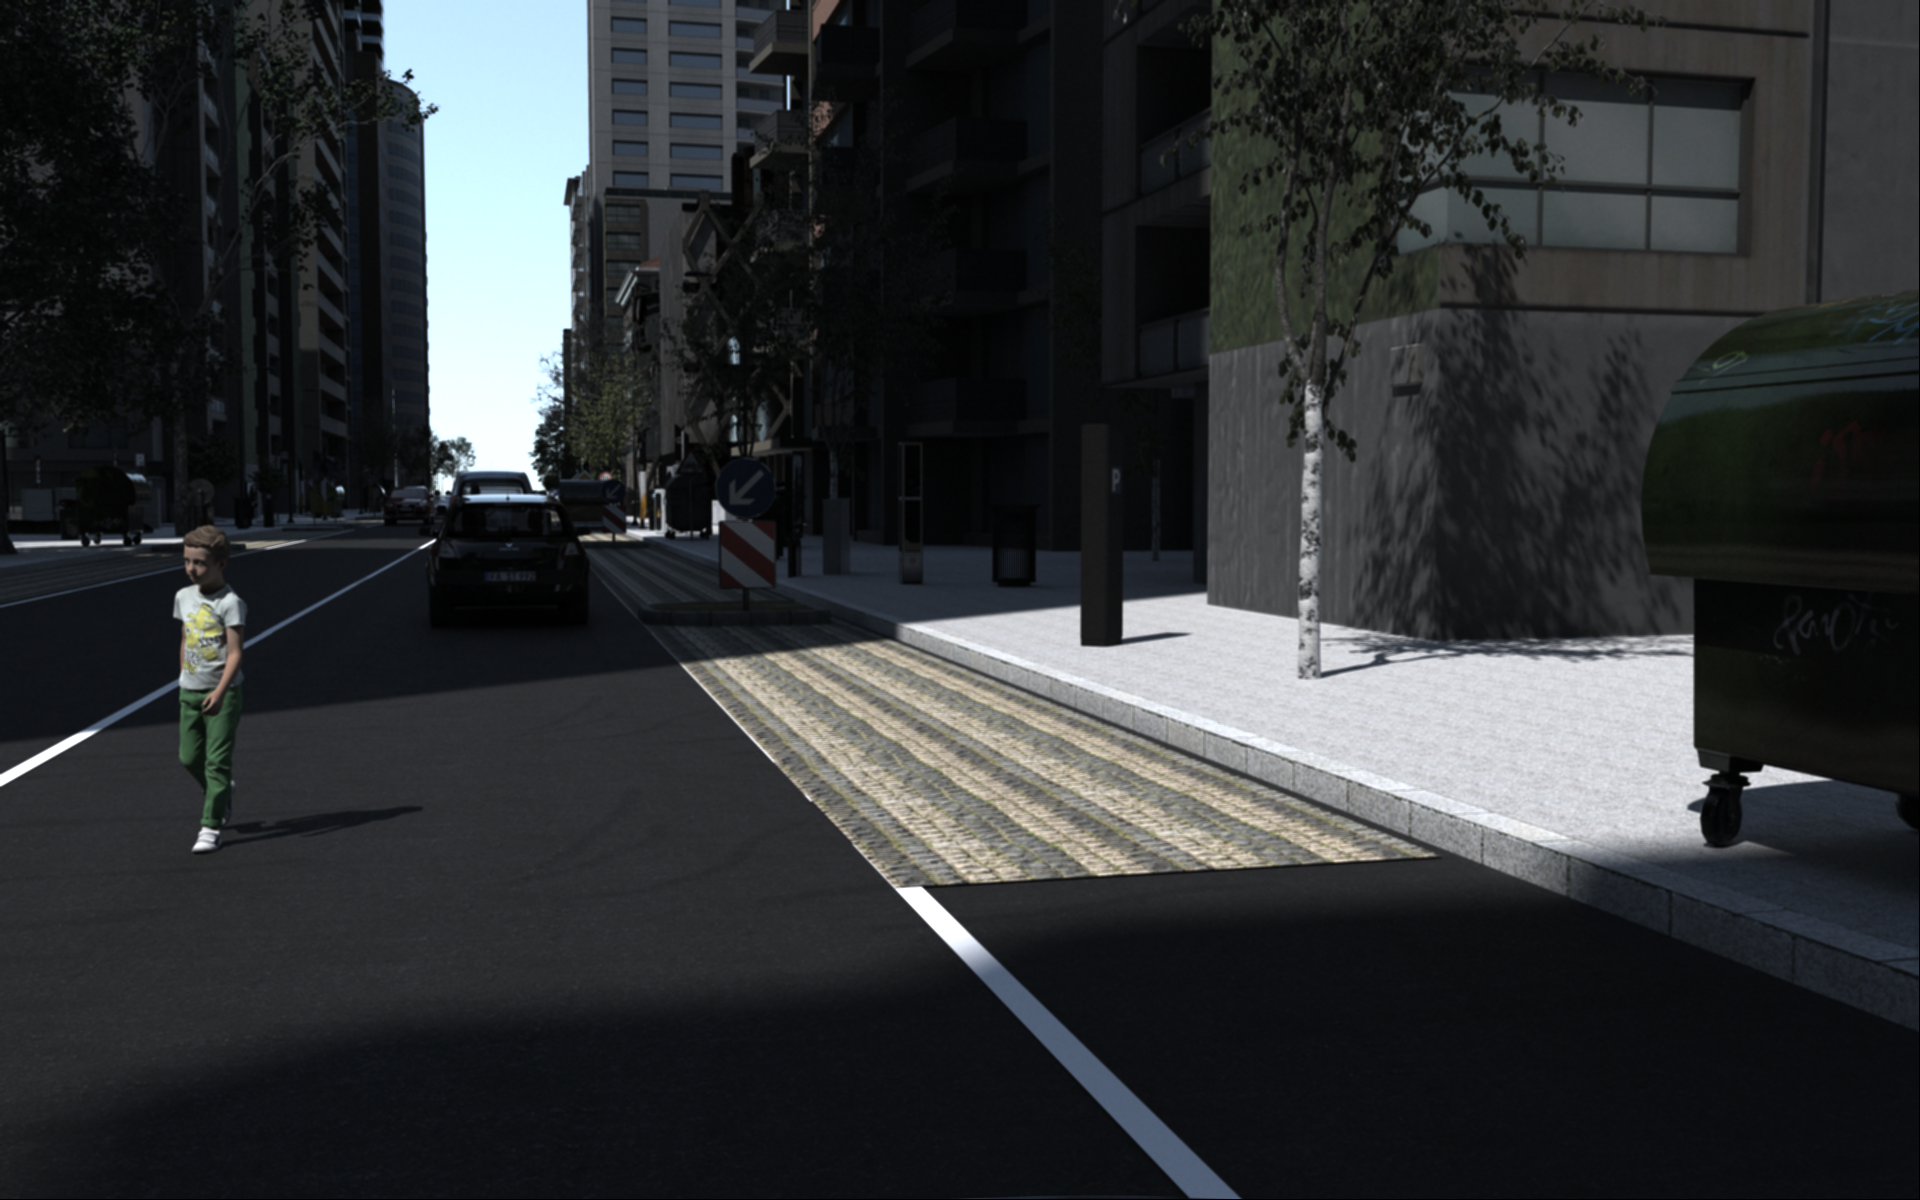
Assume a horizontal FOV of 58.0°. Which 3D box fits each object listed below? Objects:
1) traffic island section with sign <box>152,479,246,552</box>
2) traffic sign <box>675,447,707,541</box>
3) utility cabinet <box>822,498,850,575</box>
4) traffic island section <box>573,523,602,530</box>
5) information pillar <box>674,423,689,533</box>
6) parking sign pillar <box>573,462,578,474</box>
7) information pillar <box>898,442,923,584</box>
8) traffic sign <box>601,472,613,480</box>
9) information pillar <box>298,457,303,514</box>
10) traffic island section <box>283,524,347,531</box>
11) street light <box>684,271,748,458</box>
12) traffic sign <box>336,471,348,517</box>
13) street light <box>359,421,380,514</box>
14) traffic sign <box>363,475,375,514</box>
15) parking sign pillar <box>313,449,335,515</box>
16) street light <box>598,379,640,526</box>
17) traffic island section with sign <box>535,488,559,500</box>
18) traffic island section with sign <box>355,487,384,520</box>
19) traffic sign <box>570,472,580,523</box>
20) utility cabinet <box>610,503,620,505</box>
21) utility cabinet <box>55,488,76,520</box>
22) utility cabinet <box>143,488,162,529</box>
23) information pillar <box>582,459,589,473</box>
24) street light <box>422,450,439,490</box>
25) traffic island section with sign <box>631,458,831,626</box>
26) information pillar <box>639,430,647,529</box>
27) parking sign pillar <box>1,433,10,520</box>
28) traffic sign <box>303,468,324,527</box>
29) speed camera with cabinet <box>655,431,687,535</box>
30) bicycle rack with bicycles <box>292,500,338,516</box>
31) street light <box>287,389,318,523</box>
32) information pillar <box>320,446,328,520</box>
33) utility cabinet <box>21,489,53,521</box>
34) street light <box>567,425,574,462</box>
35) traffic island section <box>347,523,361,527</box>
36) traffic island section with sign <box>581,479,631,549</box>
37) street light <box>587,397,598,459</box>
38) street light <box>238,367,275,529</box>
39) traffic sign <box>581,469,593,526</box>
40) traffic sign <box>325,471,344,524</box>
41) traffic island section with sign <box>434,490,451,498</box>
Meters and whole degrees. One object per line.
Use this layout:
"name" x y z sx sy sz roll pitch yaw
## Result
"traffic island section with sign" -19.148 -2.142 43.648 1.989 1.847 2.006 -1 4 -14
"traffic sign" -7.375 -2.907 47.531 0.884 2.594 0.081 0 4 -6
"utility cabinet" -2.002 -1.030 28.009 0.306 1.237 1.020 0 4 5
"traffic island section" -17.122 -3.403 77.923 2.009 0.180 2.903 -1 4 -14
"information pillar" -9.207 -4.033 57.289 0.504 3.616 0.183 -1 4 -18
"parking sign pillar" -32.787 -9.736 147.657 1.447 3.967 1.447 -1 4 -13
"information pillar" -0.704 -1.237 24.722 0.304 2.012 0.304 -1 4 -12
"traffic sign" -20.027 -5.990 98.040 0.768 2.556 0.104 0 4 -7
"information pillar" -41.530 -7.203 109.119 0.183 3.616 0.504 -3 5 -39
"traffic island section" -25.224 -2.774 67.634 2.009 0.180 2.903 -1 4 -14
"street light" -5.049 -3.900 36.312 1.470 5.913 1.316 -1 4 -14
"traffic sign" -34.071 -5.825 95.352 0.768 2.556 0.104 -1 4 -12
"street light" -37.631 -8.427 110.326 1.470 5.913 1.316 -1 4 -14
"traffic sign" -38.657 -6.926 113.351 0.768 2.556 0.104 -1 4 -12
"parking sign pillar" -37.867 -7.024 103.307 1.447 3.967 1.447 -1 4 -15
"street light" -13.734 -5.968 70.119 1.470 5.913 1.316 -1 4 -14
"traffic island section with sign" -29.750 -7.189 126.162 1.989 1.847 2.006 -1 4 -14
"traffic island section with sign" -32.597 -5.376 96.531 1.989 1.847 2.006 -1 4 -14
"traffic sign" -17.143 -4.538 77.841 0.795 2.450 0.064 -1 4 -14
"utility cabinet" -19.241 -5.142 95.237 1.020 1.237 0.306 -3 4 -36
"utility cabinet" -32.468 -3.333 63.172 0.318 1.500 1.173 1 4 8
"utility cabinet" -29.857 -3.340 63.289 1.173 1.500 0.318 0 4 -6
"information pillar" -25.063 -7.631 116.113 0.504 3.616 0.183 1 4 20
"street light" -56.137 -12.861 182.812 1.470 5.913 1.316 -1 4 -14
"traffic island section with sign" -2.620 -0.672 19.615 1.989 1.847 2.006 -1 4 -14
"information pillar" -11.615 -4.407 63.413 0.183 3.616 0.504 -2 4 -29
"parking sign pillar" -42.942 -5.400 76.759 1.447 3.967 1.447 -1 4 -16
"traffic sign" -25.203 -3.910 67.578 0.795 2.450 0.064 -1 4 -14
"speed camera with cabinet" -9.150 -3.708 54.960 0.660 3.252 2.038 -2 4 -26
"bicycle rack with bicycles" -37.429 -5.343 100.734 2.925 0.926 2.852 -2 4 -26
"street light" -28.942 -6.341 76.211 1.470 5.913 1.316 -1 4 -14
"information pillar" -31.358 -5.747 85.323 0.183 3.616 0.504 -3 5 -41
"utility cabinet" -40.076 -4.068 75.187 0.318 1.500 1.173 2 4 34
"street light" -25.680 -8.837 117.027 1.470 5.913 1.316 -1 4 -14
"traffic island section" -27.195 -3.247 75.373 2.009 0.180 2.903 -1 4 -14
"traffic island section with sign" -9.378 -2.296 46.160 1.989 1.847 2.006 -1 4 -14
"street light" -17.051 -6.769 83.207 1.470 5.913 1.316 -1 4 -14
"street light" -25.701 -5.548 63.251 1.470 5.913 1.316 -1 4 -14
"traffic sign" -15.173 -4.065 70.102 0.795 2.450 0.064 -1 4 -14
"traffic sign" -27.174 -4.384 75.317 0.795 2.450 0.064 -1 4 -14
"traffic island section with sign" -51.762 -9.978 171.774 1.989 1.847 2.006 -1 4 -14
